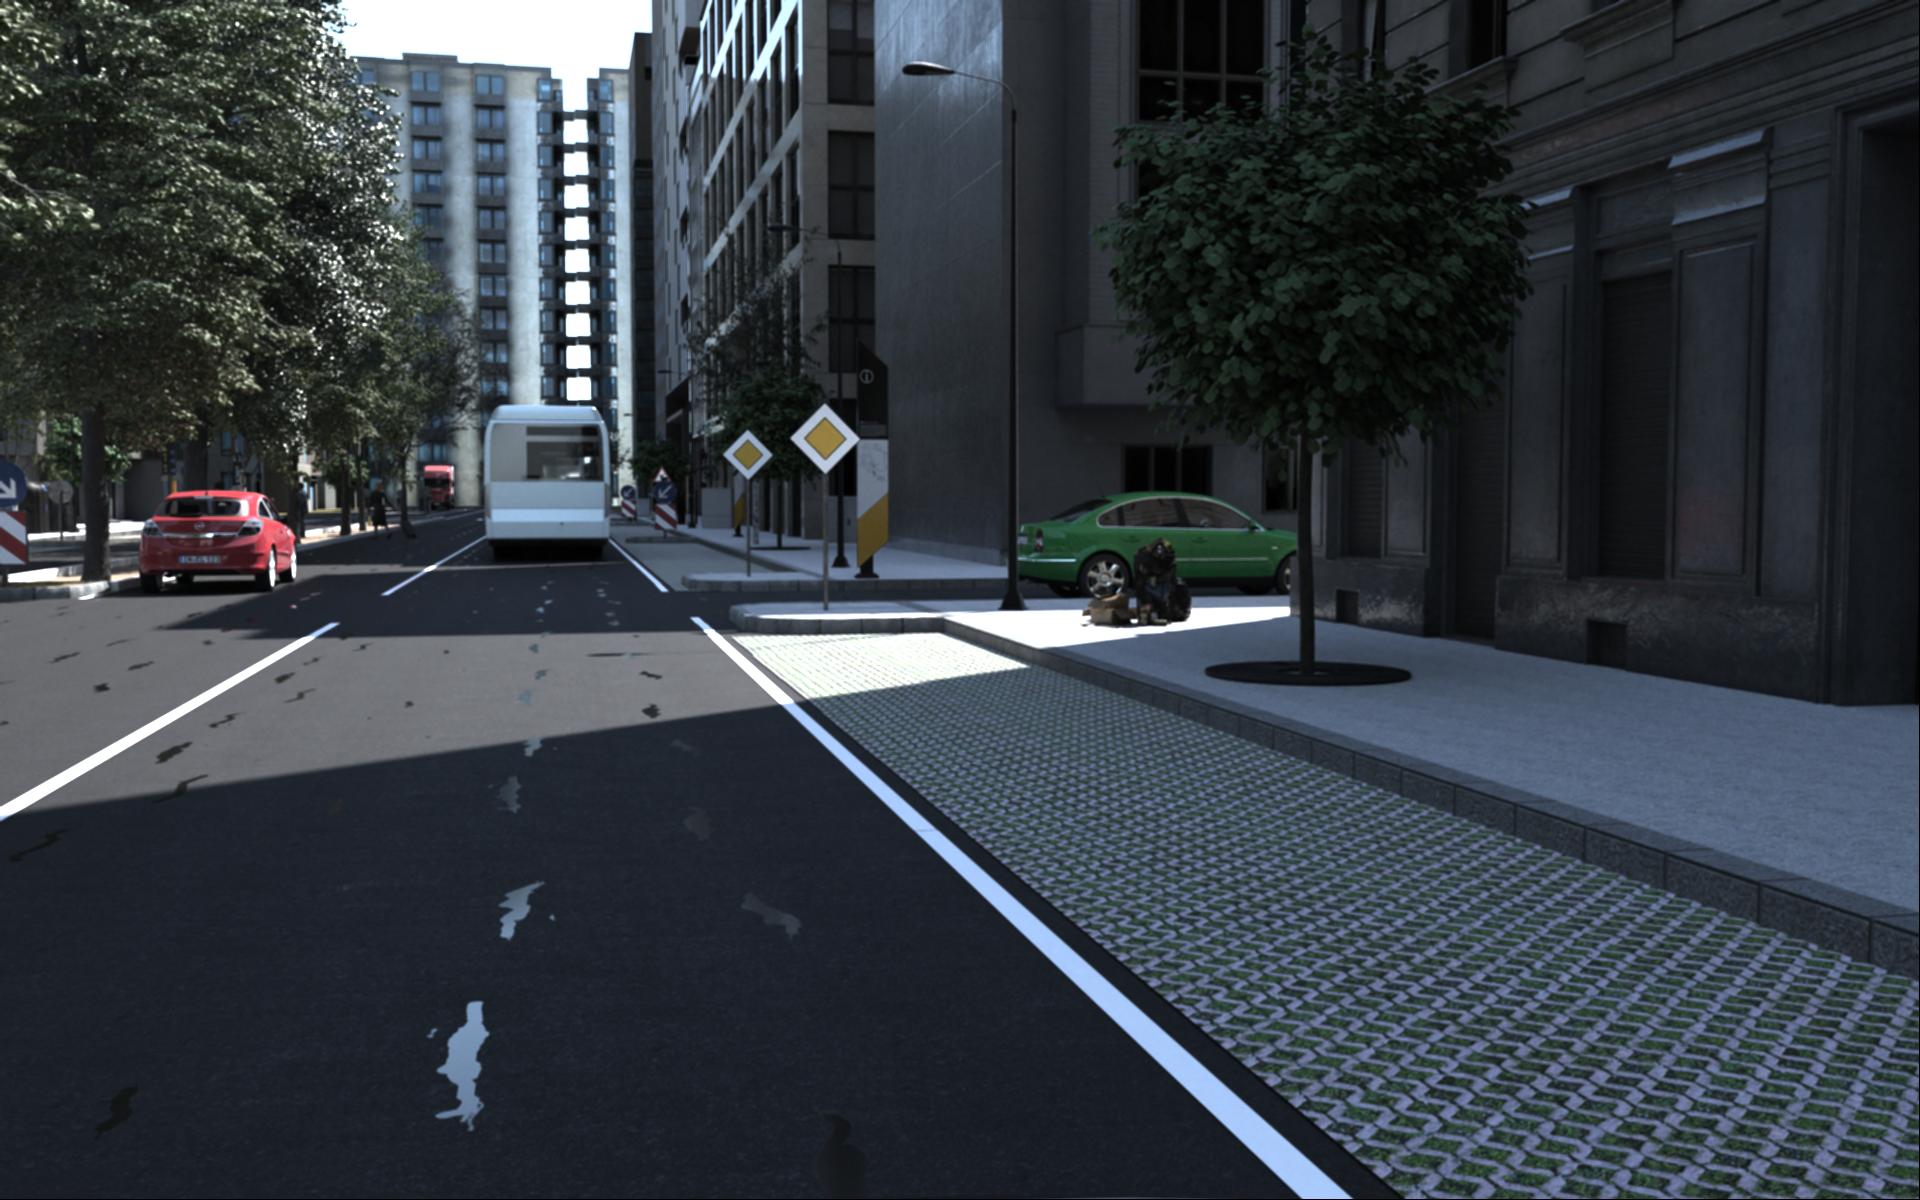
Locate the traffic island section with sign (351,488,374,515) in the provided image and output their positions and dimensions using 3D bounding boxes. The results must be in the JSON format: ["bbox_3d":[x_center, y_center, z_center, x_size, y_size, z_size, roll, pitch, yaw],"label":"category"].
[{"bbox_3d":[-42.002,-6.964,122.485,1.989,1.847,2.006,-1,4,-13],"label":"traffic island section with sign"}]

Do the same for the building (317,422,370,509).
[{"bbox_3d":[-69.990,-51.316,151.683,31.000,86.520,22.319,-1,4,-13],"label":"building"}]

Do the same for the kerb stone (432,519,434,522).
[{"bbox_3d":[-26.596,-3.952,86.816,0.120,0.150,1.000,-1,4,-13],"label":"kerb stone"}]

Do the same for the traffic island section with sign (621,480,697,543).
[{"bbox_3d":[-8.812,-2.584,50.877,1.989,1.847,2.006,-1,4,-13],"label":"traffic island section with sign"}]

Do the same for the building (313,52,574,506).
[{"bbox_3d":[-57.937,-34.953,191.086,30.456,49.044,23.786,-1,4,-13],"label":"building"}]

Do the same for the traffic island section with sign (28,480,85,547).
[{"bbox_3d":[-24.617,-2.362,47.247,1.989,1.847,2.006,-1,4,-13],"label":"traffic island section with sign"}]

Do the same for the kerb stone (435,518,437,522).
[{"bbox_3d":[-27.064,-4.074,88.826,0.120,0.150,1.000,-1,4,-13],"label":"kerb stone"}]

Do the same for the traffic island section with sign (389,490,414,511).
[{"bbox_3d":[-48.334,-8.638,149.853,1.989,1.847,2.006,-1,4,-13],"label":"traffic island section with sign"}]

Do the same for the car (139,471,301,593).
[{"bbox_3d":[-11.342,-1.077,26.646,2.155,1.783,4.494,-1,4,-15],"label":"car"}]

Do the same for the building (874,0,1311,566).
[{"bbox_3d":[14.025,-13.422,38.522,30.058,24.678,14.314,-1,4,-13],"label":"building"}]

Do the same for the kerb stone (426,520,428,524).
[{"bbox_3d":[-25.668,-3.708,82.824,0.120,0.150,1.000,-1,4,-13],"label":"kerb stone"}]

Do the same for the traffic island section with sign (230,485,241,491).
[{"bbox_3d":[-30.702,-3.973,73.589,1.989,1.847,2.006,-1,4,-13],"label":"traffic island section with sign"}]

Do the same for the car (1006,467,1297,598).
[{"bbox_3d":[3.006,-0.900,23.509,4.718,1.807,1.959,-1,4,-13],"label":"car"}]

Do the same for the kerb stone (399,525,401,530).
[{"bbox_3d":[-22.438,-2.852,68.829,0.120,0.150,1.000,-1,4,-13],"label":"kerb stone"}]

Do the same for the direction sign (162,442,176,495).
[{"bbox_3d":[-32.077,-4.787,70.272,0.876,3.537,0.379,2,4,32],"label":"direction sign"}]

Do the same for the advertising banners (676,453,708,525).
[{"bbox_3d":[-11.360,-4.734,73.592,0.090,3.025,2.074,2,4,32],"label":"advertising banners"}]

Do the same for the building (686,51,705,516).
[{"bbox_3d":[-7.644,-16.768,92.172,12.078,24.808,19.932,-1,4,-13],"label":"building"}]

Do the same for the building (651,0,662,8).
[{"bbox_3d":[-17.308,-29.936,139.561,14.600,45.320,14.200,-1,4,-13],"label":"building"}]

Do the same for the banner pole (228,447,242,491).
[{"bbox_3d":[-38.682,-6.259,92.359,0.863,3.779,0.401,-1,4,-21],"label":"banner pole"}]

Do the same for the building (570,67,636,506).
[{"bbox_3d":[-28.003,-35.303,196.808,30.456,49.044,23.786,-1,4,-13],"label":"building"}]

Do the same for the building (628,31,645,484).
[{"bbox_3d":[-24.513,-31.633,167.318,14.600,45.320,14.200,-1,4,-13],"label":"building"}]

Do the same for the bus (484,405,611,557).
[{"bbox_3d":[-10.138,-2.915,42.525,2.948,3.499,13.247,-1,4,-13],"label":"bus"}]

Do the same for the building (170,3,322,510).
[{"bbox_3d":[-56.028,-29.261,128.522,14.600,45.320,14.200,-1,4,-13],"label":"building"}]

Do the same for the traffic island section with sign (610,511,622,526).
[{"bbox_3d":[-15.037,-4.231,77.801,1.989,1.847,2.006,-1,4,-13],"label":"traffic island section with sign"}]

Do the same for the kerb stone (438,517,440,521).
[{"bbox_3d":[-27.523,-4.197,90.821,0.120,0.150,1.000,-1,4,-13],"label":"kerb stone"}]

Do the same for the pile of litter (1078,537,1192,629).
[{"bbox_3d":[1.700,-0.204,17.300,1.176,0.858,1.719,3,5,41],"label":"pile of litter"}]

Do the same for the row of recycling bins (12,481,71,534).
[{"bbox_3d":[-30.231,-3.049,56.970,1.069,1.692,3.534,-1,4,-9],"label":"row of recycling bins"}]

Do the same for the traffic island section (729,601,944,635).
[{"bbox_3d":[-1.461,0.193,19.129,2.009,0.180,2.903,-1,4,-13],"label":"traffic island section"}]

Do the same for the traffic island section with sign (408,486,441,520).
[{"bbox_3d":[-30.147,-5.465,97.483,2.006,1.907,1.989,-1,4,-13],"label":"traffic island section with sign"}]

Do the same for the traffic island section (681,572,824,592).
[{"bbox_3d":[-3.260,-0.283,26.909,2.009,0.180,2.903,-1,4,-13],"label":"traffic island section"}]

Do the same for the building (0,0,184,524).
[{"bbox_3d":[-42.954,-18.558,75.130,14.160,30.474,14.107,-1,4,-13],"label":"building"}]

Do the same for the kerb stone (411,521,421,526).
[{"bbox_3d":[-24.753,-3.464,78.835,0.120,0.150,1.000,-1,4,-13],"label":"kerb stone"}]

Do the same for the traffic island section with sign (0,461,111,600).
[{"bbox_3d":[-13.215,-0.987,24.270,2.006,1.907,1.989,-1,4,-13],"label":"traffic island section with sign"}]

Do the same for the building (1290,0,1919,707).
[{"bbox_3d":[10.053,-9.840,10.040,9.793,20.994,18.267,-1,4,-13],"label":"building"}]

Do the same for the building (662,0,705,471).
[{"bbox_3d":[-6.307,-32.494,120.512,28.713,52.752,27.495,-1,4,-13],"label":"building"}]

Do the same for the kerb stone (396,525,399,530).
[{"bbox_3d":[-22.197,-2.791,67.828,0.120,0.150,1.000,-1,4,-13],"label":"kerb stone"}]

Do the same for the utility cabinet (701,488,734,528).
[{"bbox_3d":[-8.972,-3.397,64.225,1.173,1.500,0.318,1,4,14],"label":"utility cabinet"}]

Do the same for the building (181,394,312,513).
[{"bbox_3d":[-56.934,-16.020,106.965,27.650,21.520,28.899,-1,4,-13],"label":"building"}]

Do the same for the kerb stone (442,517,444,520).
[{"bbox_3d":[-28.212,-4.381,93.822,0.120,0.150,1.000,-1,4,-13],"label":"kerb stone"}]

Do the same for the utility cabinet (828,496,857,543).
[{"bbox_3d":[-3.063,-2.101,45.513,1.020,1.237,0.306,1,4,14],"label":"utility cabinet"}]

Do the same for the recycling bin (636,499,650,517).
[{"bbox_3d":[-17.921,-5.220,97.902,0.722,1.027,0.722,-1,4,-17],"label":"recycling bin"}]

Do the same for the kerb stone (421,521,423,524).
[{"bbox_3d":[-24.984,-3.522,79.831,0.120,0.150,1.000,-1,4,-13],"label":"kerb stone"}]

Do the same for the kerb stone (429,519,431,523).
[{"bbox_3d":[-26.134,-3.824,84.824,0.120,0.150,1.000,-1,4,-13],"label":"kerb stone"}]

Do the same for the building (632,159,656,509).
[{"bbox_3d":[-21.865,-23.349,153.463,14.160,30.474,14.107,-1,4,-13],"label":"building"}]

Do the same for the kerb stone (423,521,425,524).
[{"bbox_3d":[-25.208,-3.586,80.829,0.120,0.150,1.000,-1,4,-13],"label":"kerb stone"}]

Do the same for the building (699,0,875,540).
[{"bbox_3d":[1.181,-16.018,66.409,19.350,26.468,34.151,-1,4,-13],"label":"building"}]
